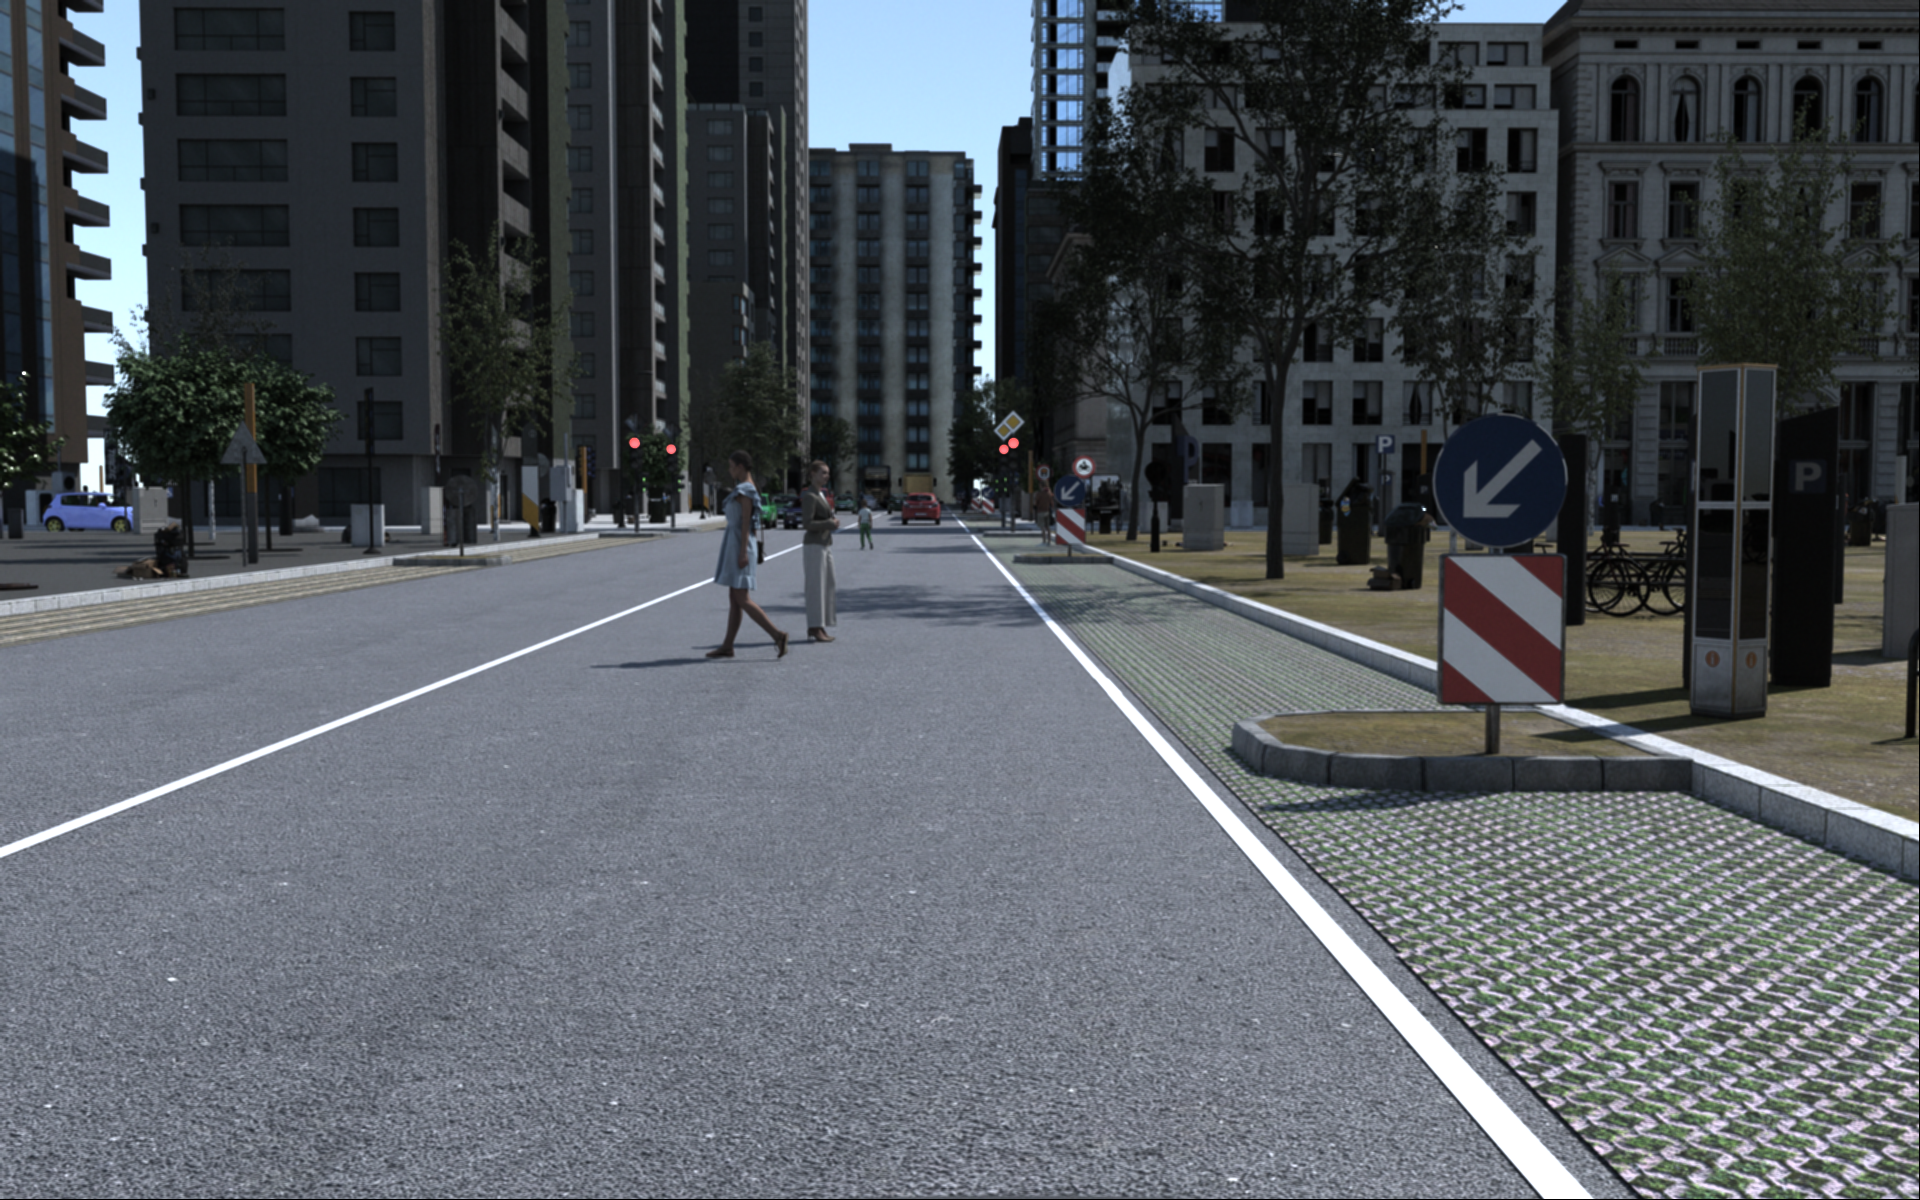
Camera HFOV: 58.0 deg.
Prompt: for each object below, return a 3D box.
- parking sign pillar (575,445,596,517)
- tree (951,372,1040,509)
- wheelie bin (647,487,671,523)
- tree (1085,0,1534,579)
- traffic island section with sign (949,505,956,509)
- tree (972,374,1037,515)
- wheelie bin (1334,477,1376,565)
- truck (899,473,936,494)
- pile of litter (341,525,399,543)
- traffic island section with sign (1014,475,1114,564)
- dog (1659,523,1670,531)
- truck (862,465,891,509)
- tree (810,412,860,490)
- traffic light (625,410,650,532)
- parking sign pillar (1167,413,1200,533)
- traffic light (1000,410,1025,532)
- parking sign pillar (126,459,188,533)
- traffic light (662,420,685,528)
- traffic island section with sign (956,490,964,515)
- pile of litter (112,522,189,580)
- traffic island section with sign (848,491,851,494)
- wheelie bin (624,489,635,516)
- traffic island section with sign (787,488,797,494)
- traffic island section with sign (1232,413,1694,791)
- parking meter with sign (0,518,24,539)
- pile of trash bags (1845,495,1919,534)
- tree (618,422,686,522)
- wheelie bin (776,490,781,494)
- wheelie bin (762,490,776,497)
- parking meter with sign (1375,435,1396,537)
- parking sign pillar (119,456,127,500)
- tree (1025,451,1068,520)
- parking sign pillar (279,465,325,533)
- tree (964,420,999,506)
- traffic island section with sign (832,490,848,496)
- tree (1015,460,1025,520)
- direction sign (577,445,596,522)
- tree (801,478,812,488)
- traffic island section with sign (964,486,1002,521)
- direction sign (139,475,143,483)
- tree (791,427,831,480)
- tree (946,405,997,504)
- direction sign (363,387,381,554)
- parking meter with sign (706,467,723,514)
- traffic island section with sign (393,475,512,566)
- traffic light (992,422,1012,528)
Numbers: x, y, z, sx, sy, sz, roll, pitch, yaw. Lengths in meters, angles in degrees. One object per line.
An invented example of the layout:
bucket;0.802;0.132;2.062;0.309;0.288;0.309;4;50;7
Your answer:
parking sign pillar;-20.809;-6.544;95.471;1.447;3.967;1.447;1;4;9
tree;3.127;-13.522;146.837;9.928;11.665;9.643;0;3;0
wheelie bin;-13.275;-4.167;76.041;0.980;1.594;0.693;1;4;11
tree;4.513;-5.586;25.743;7.601;10.594;8.767;-3;5;-44
traffic island section with sign;0.196;-9.769;168.345;1.989;1.847;2.006;0;4;-1
tree;3.050;-9.576;106.922;4.737;8.622;4.395;0;3;0
wheelie bin;7.222;-1.450;31.624;0.693;1.594;0.980;1;4;19
truck;-3.790;-9.746;155.263;3.469;3.379;9.791;0;4;-2
pile of litter;-15.712;-1.965;46.100;1.719;0.858;1.176;-3;5;-43
traffic island section with sign;2.137;-1.686;36.195;1.989;1.847;2.006;0;4;-1
dog;25.006;-2.533;61.601;0.550;0.427;0.748;1;4;14
truck;-8.177;-11.160;171.384;2.839;4.237;11.283;0;4;-2
tree;-16.155;-17.905;218.497;9.928;11.665;9.643;0;3;0
traffic light;-10.797;-4.218;57.887;0.839;4.253;0.868;0;4;-1
parking sign pillar;7.525;-4.242;57.822;1.447;3.967;1.447;2;4;34
traffic light;1.763;-4.230;58.087;0.839;4.253;0.868;0;4;-1
parking sign pillar;-26.398;-4.215;57.389;1.447;3.967;1.447;2;4;23
traffic light;-10.914;-4.706;65.872;0.839;4.253;0.868;0;4;-1
traffic island section with sign;0.929;-6.688;117.974;1.989;1.847;2.006;0;4;-1
pile of litter;-12.424;-0.775;26.629;1.176;0.858;1.719;-1;4;-9
traffic island section with sign;-12.536;-11.446;195.772;1.989;1.847;2.006;0;4;-1
wheelie bin;-19.521;-5.788;102.549;0.693;1.594;0.980;-1;4;-17
traffic island section with sign;-11.380;-6.663;117.564;1.989;1.847;2.006;0;4;-1
traffic island section with sign;2.523;-0.038;9.243;1.989;1.847;2.006;0;4;-1
parking meter with sign;-27.751;-3.252;49.435;1.738;3.016;0.543;-1;4;-18
pile of trash bags;29.337;-2.804;55.598;3.447;1.369;1.912;-1;4;-18
tree;-13.976;-5.828;79.004;4.285;4.588;4.351;0;3;0
wheelie bin;-14.248;-7.752;134.650;0.980;1.594;0.693;0;4;-5
wheelie bin;-13.912;-7.111;124.174;0.693;1.594;0.980;1;4;21
parking meter with sign;12.851;-3.409;52.002;0.543;3.016;1.738;1;4;21
parking sign pillar;-53.666;-7.515;111.345;1.447;3.967;1.447;1;4;10
tree;3.968;-5.055;77.256;1.663;3.219;1.824;0;3;0
parking sign pillar;-21.948;-4.231;57.656;1.447;3.967;1.447;1;4;15
tree;2.247;-14.135;181.469;4.360;8.622;3.978;0;3;0
traffic island section with sign;-12.127;-9.739;167.861;1.989;1.847;2.006;0;4;-1
tree;3.500;-5.491;84.383;1.663;3.219;1.824;0;3;0
direction sign;-17.241;-5.355;79.547;0.379;3.537;0.876;2;4;32
tree;-15.271;-11.016;174.712;1.663;3.219;1.824;0;3;0
traffic island section with sign;1.341;-5.029;90.857;1.989;1.847;2.006;0;4;-1
direction sign;-55.989;-7.769;119.018;0.876;3.537;0.379;1;4;15
tree;-16.267;-14.556;188.348;4.360;8.622;3.978;0;3;0
tree;1.920;-18.373;218.517;7.486;12.596;7.792;0;3;0
direction sign;-12.646;-2.761;37.146;0.379;3.537;0.876;-2;4;-28
parking meter with sign;-15.613;-7.054;111.590;0.543;3.016;1.738;2;4;26
traffic island section with sign;-10.180;-1.615;35.027;1.989;1.847;2.006;0;4;-1
traffic light;1.646;-4.719;66.071;0.839;4.253;0.868;0;4;-1
